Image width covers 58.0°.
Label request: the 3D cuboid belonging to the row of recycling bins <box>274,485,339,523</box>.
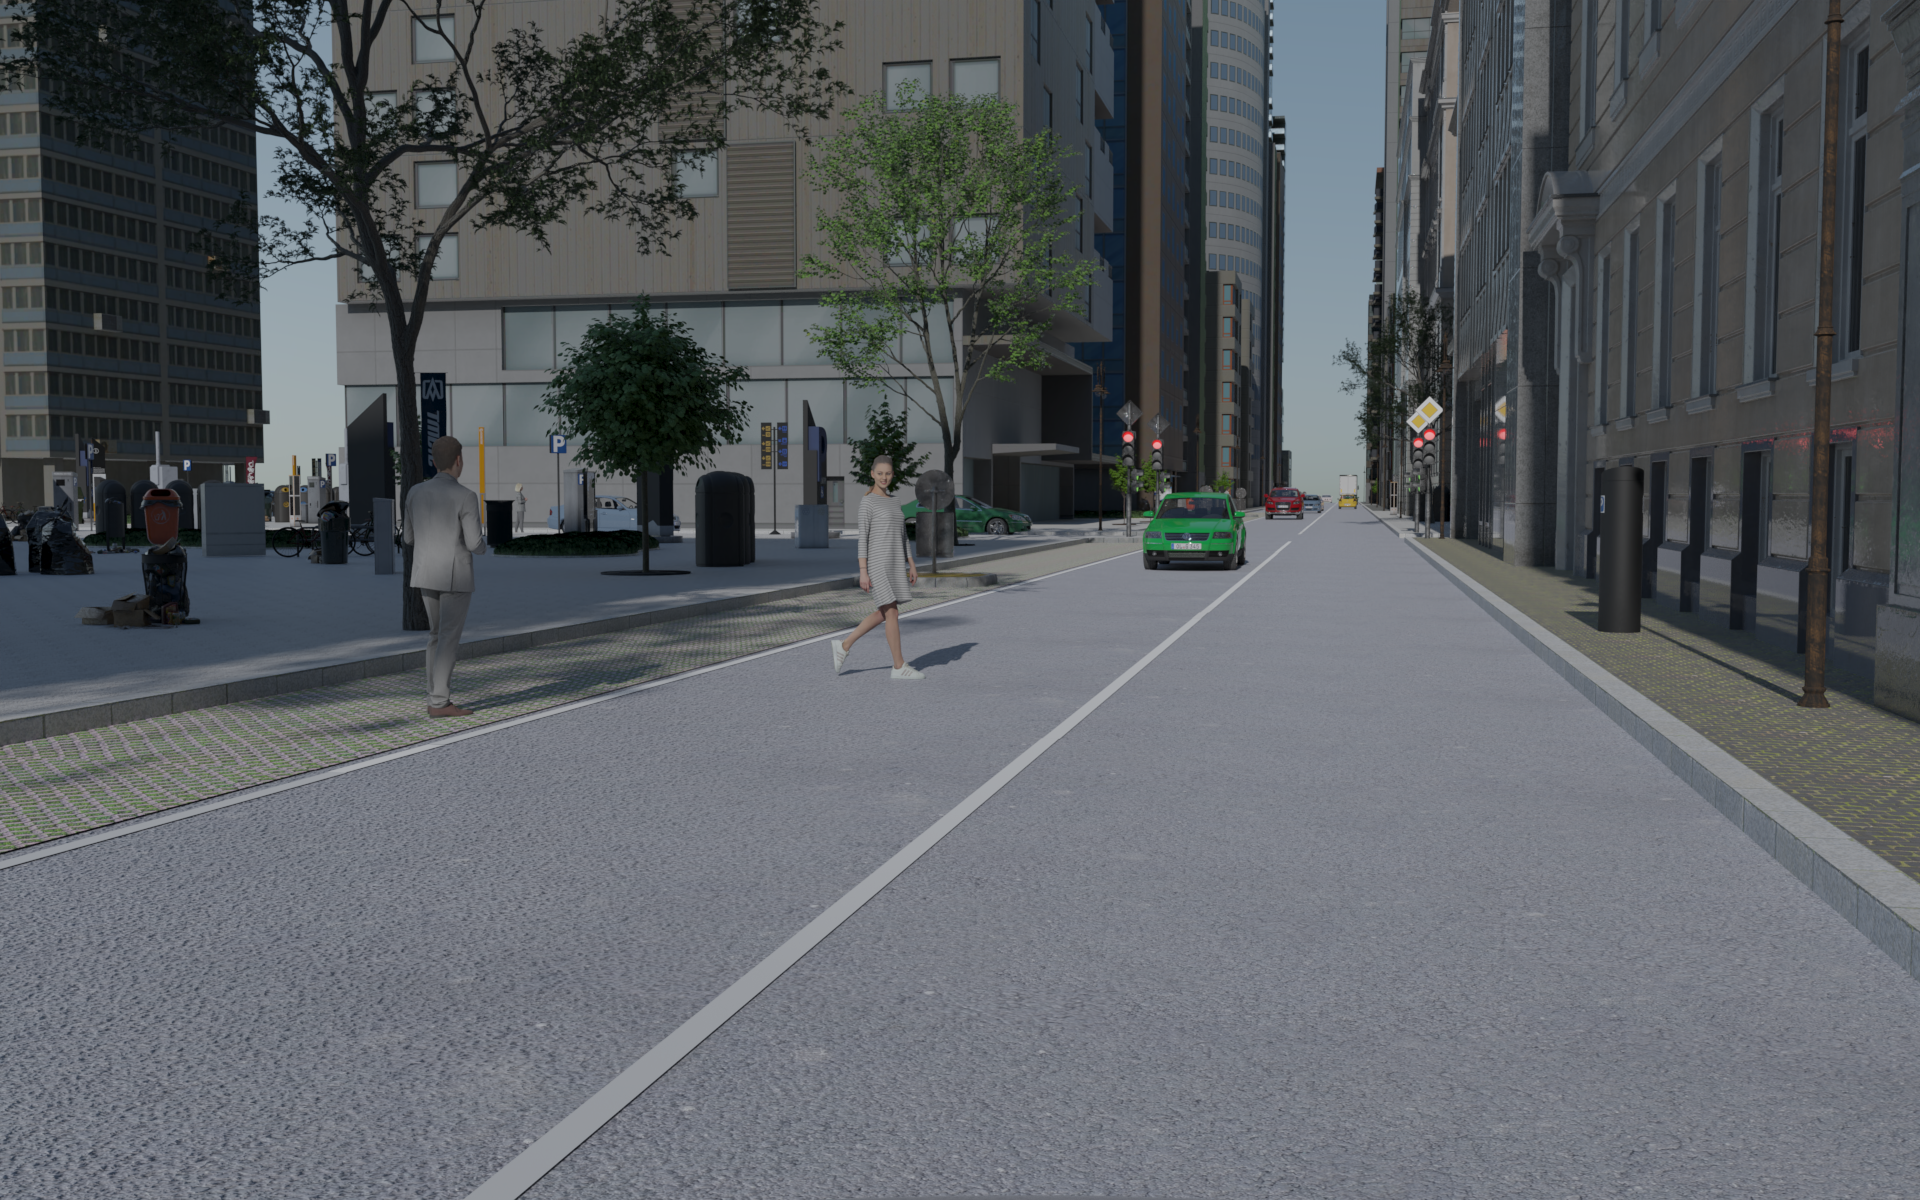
[{"bbox_3d":[-29.189,-4.355,78.322,3.534,1.692,1.069,0,4,-5],"label":"row of recycling bins"}]

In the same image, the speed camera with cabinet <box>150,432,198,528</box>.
[{"bbox_3d":[-24.763,-3.696,54.763,2.038,3.252,0.660,2,4,34],"label":"speed camera with cabinet"}]

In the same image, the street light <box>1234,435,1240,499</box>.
[{"bbox_3d":[21.604,-9.918,134.947,0.468,5.910,1.993,1,4,13],"label":"street light"}]

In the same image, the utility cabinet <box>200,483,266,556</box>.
[{"bbox_3d":[-14.914,-1.643,35.541,1.173,1.500,0.318,-3,5,-39],"label":"utility cabinet"}]

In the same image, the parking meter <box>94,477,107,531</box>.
[{"bbox_3d":[-28.749,-3.197,57.980,0.399,1.863,0.255,2,4,30],"label":"parking meter"}]

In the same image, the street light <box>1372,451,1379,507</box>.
[{"bbox_3d":[40.051,-11.826,166.145,0.468,5.910,1.993,1,4,13],"label":"street light"}]

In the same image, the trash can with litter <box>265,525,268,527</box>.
[{"bbox_3d":[-30.624,-3.811,73.369,2.233,1.210,1.678,2,4,27],"label":"trash can with litter"}]

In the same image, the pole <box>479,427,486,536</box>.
[{"bbox_3d":[-14.543,-3.602,52.740,0.158,3.312,0.155,0,3,0],"label":"pole"}]

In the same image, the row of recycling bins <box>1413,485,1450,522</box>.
[{"bbox_3d":[22.755,-4.465,80.112,3.534,1.692,1.069,2,4,25],"label":"row of recycling bins"}]

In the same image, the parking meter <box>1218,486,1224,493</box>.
[{"bbox_3d":[18.179,-7.024,120.550,0.255,1.863,0.399,-2,4,-23],"label":"parking meter"}]

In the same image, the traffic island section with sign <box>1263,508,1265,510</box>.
[{"bbox_3d":[28.387,-9.020,156.102,1.989,1.847,2.006,1,4,13],"label":"traffic island section with sign"}]

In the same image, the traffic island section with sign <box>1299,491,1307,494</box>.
[{"bbox_3d":[52.606,-15.632,264.202,1.989,1.847,2.006,1,4,13],"label":"traffic island section with sign"}]

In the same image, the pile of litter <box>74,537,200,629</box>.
[{"bbox_3d":[-8.121,-0.193,17.122,1.176,0.858,1.719,-1,4,-15],"label":"pile of litter"}]

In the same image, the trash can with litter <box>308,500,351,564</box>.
[{"bbox_3d":[-11.666,-1.251,31.838,1.055,1.170,0.624,3,5,41],"label":"trash can with litter"}]

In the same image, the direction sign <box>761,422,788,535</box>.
[{"bbox_3d":[-5.859,-3.838,54.745,0.876,3.537,0.379,1,4,10],"label":"direction sign"}]

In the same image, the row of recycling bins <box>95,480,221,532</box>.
[{"bbox_3d":[-23.076,-2.633,50.170,3.534,1.692,1.069,-2,4,-31],"label":"row of recycling bins"}]

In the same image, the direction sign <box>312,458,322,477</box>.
[{"bbox_3d":[-40.585,-7.177,109.337,0.876,3.537,0.379,2,4,30],"label":"direction sign"}]

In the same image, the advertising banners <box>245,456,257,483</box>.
[{"bbox_3d":[-33.600,-5.141,80.247,2.074,3.025,0.090,-3,4,-38],"label":"advertising banners"}]

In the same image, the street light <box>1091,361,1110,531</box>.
[{"bbox_3d":[4.916,-5.362,60.453,0.468,5.910,1.993,1,4,13],"label":"street light"}]

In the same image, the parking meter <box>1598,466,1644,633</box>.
[{"bbox_3d":[6.153,-0.472,16.121,0.372,1.533,0.369,0,3,0],"label":"parking meter"}]

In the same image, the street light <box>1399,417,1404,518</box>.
[{"bbox_3d":[23.260,-7.244,91.223,0.468,5.910,1.993,1,4,13],"label":"street light"}]

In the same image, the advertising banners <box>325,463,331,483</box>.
[{"bbox_3d":[-35.059,-6.199,97.549,0.090,3.025,2.074,1,4,17],"label":"advertising banners"}]

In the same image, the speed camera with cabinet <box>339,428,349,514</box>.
[{"bbox_3d":[-17.844,-3.522,51.919,2.038,3.252,0.660,3,5,41],"label":"speed camera with cabinet"}]

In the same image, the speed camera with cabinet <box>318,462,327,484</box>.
[{"bbox_3d":[-39.242,-6.820,105.844,0.660,3.252,2.038,0,4,5],"label":"speed camera with cabinet"}]

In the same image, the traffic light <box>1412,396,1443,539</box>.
[{"bbox_3d":[13.479,-3.729,49.895,0.839,4.253,0.868,1,4,13],"label":"traffic light"}]

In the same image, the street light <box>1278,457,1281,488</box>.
[{"bbox_3d":[39.842,-14.880,216.074,0.468,5.910,1.993,1,4,13],"label":"street light"}]

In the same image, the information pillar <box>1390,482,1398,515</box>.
[{"bbox_3d":[26.468,-6.186,105.631,0.304,2.012,0.304,-2,4,-34],"label":"information pillar"}]

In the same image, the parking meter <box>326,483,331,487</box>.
[{"bbox_3d":[-32.811,-5.154,89.981,0.255,1.863,0.399,1,4,10],"label":"parking meter"}]

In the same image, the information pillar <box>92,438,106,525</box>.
[{"bbox_3d":[-35.513,-4.898,71.439,0.504,3.616,0.183,-2,4,-26],"label":"information pillar"}]

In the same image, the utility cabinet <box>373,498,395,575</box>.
[{"bbox_3d":[-9.315,-1.034,28.061,0.306,1.237,1.020,-1,4,-16],"label":"utility cabinet"}]

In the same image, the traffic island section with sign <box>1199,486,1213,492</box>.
[{"bbox_3d":[11.510,-4.414,80.798,1.989,1.847,2.006,1,4,13],"label":"traffic island section with sign"}]

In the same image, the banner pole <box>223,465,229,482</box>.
[{"bbox_3d":[-53.323,-8.305,125.800,0.863,3.779,0.401,3,4,37],"label":"banner pole"}]

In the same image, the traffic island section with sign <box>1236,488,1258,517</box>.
[{"bbox_3d":[17.494,-6.046,107.485,1.989,1.847,2.006,1,4,13],"label":"traffic island section with sign"}]

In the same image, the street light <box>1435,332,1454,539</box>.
[{"bbox_3d":[13.809,-4.689,49.450,0.468,5.910,1.993,1,4,13],"label":"street light"}]

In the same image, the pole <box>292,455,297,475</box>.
[{"bbox_3d":[-34.910,-5.936,90.902,0.158,3.312,0.155,0,3,0],"label":"pole"}]

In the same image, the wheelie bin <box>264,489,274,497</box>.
[{"bbox_3d":[-47.190,-6.720,117.786,0.980,1.594,0.693,-2,4,-27],"label":"wheelie bin"}]

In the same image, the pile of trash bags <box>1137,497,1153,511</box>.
[{"bbox_3d":[11.034,-5.074,92.710,3.447,1.369,1.912,2,4,28],"label":"pile of trash bags"}]

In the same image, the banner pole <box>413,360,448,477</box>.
[{"bbox_3d":[-9.688,-2.531,31.394,0.863,3.779,0.401,0,4,-1],"label":"banner pole"}]

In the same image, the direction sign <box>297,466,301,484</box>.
[{"bbox_3d":[-52.764,-8.947,138.279,0.379,3.537,0.876,0,4,-6],"label":"direction sign"}]

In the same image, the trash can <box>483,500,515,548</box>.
[{"bbox_3d":[-10.994,-1.817,41.360,0.748,1.137,0.748,0,3,0],"label":"trash can"}]

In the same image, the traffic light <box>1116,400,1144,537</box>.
[{"bbox_3d":[5.071,-3.843,51.756,0.839,4.253,0.868,1,4,13],"label":"traffic light"}]

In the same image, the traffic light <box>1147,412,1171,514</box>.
[{"bbox_3d":[6.817,-4.320,59.548,0.839,4.253,0.868,1,4,13],"label":"traffic light"}]

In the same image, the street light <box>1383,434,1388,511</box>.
[{"bbox_3d":[31.972,-9.641,130.411,0.468,5.910,1.993,1,4,13],"label":"street light"}]

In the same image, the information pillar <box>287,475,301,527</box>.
[{"bbox_3d":[-25.681,-3.816,66.883,0.304,2.012,0.304,2,4,35],"label":"information pillar"}]

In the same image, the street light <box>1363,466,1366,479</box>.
[{"bbox_3d":[58.240,-16.789,247.283,0.468,5.910,1.993,1,4,13],"label":"street light"}]

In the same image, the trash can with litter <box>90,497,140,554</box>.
[{"bbox_3d":[-18.615,-1.613,37.433,1.678,1.210,2.233,1,4,12],"label":"trash can with litter"}]

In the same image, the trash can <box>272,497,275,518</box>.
[{"bbox_3d":[-37.174,-5.065,94.470,0.748,1.137,0.748,0,3,0],"label":"trash can"}]

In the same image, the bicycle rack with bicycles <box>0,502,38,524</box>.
[{"bbox_3d":[-41.202,-3.773,75.077,2.925,0.926,2.852,-2,4,-33],"label":"bicycle rack with bicycles"}]

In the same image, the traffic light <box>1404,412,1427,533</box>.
[{"bbox_3d":[15.225,-4.206,57.688,0.839,4.253,0.868,1,4,13],"label":"traffic light"}]

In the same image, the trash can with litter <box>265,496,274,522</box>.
[{"bbox_3d":[-31.989,-4.194,79.966,0.624,1.170,1.055,-1,4,-19],"label":"trash can with litter"}]

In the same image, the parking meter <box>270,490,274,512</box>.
[{"bbox_3d":[-48.720,-6.989,122.685,0.372,1.533,0.369,0,3,0],"label":"parking meter"}]

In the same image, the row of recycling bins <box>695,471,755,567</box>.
[{"bbox_3d":[-4.313,-1.527,32.083,1.069,1.692,3.534,0,4,-4],"label":"row of recycling bins"}]

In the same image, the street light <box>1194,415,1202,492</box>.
[{"bbox_3d":[13.659,-7.756,99.595,0.468,5.910,1.993,1,4,13],"label":"street light"}]

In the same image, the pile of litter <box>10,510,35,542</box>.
[{"bbox_3d":[-25.529,-2.023,47.033,1.719,0.858,1.176,2,4,34],"label":"pile of litter"}]

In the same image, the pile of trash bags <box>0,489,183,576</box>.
[{"bbox_3d":[-14.484,-1.122,28.103,3.447,1.369,1.912,-1,4,-21],"label":"pile of trash bags"}]

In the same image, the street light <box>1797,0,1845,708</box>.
[{"bbox_3d":[5.159,-2.294,10.287,0.468,5.910,1.993,1,4,13],"label":"street light"}]

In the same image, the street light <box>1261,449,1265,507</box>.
[{"bbox_3d":[30.429,-12.311,174.071,0.468,5.910,1.993,1,4,13],"label":"street light"}]

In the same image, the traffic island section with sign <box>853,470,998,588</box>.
[{"bbox_3d":[-0.471,-1.142,27.293,1.989,1.847,2.006,1,4,13],"label":"traffic island section with sign"}]

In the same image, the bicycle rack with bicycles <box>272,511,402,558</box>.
[{"bbox_3d":[-12.616,-1.396,36.202,2.925,0.926,2.852,-1,4,-10],"label":"bicycle rack with bicycles"}]

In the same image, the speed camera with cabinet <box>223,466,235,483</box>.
[{"bbox_3d":[-52.800,-7.913,123.721,2.038,3.252,0.660,1,4,18],"label":"speed camera with cabinet"}]
